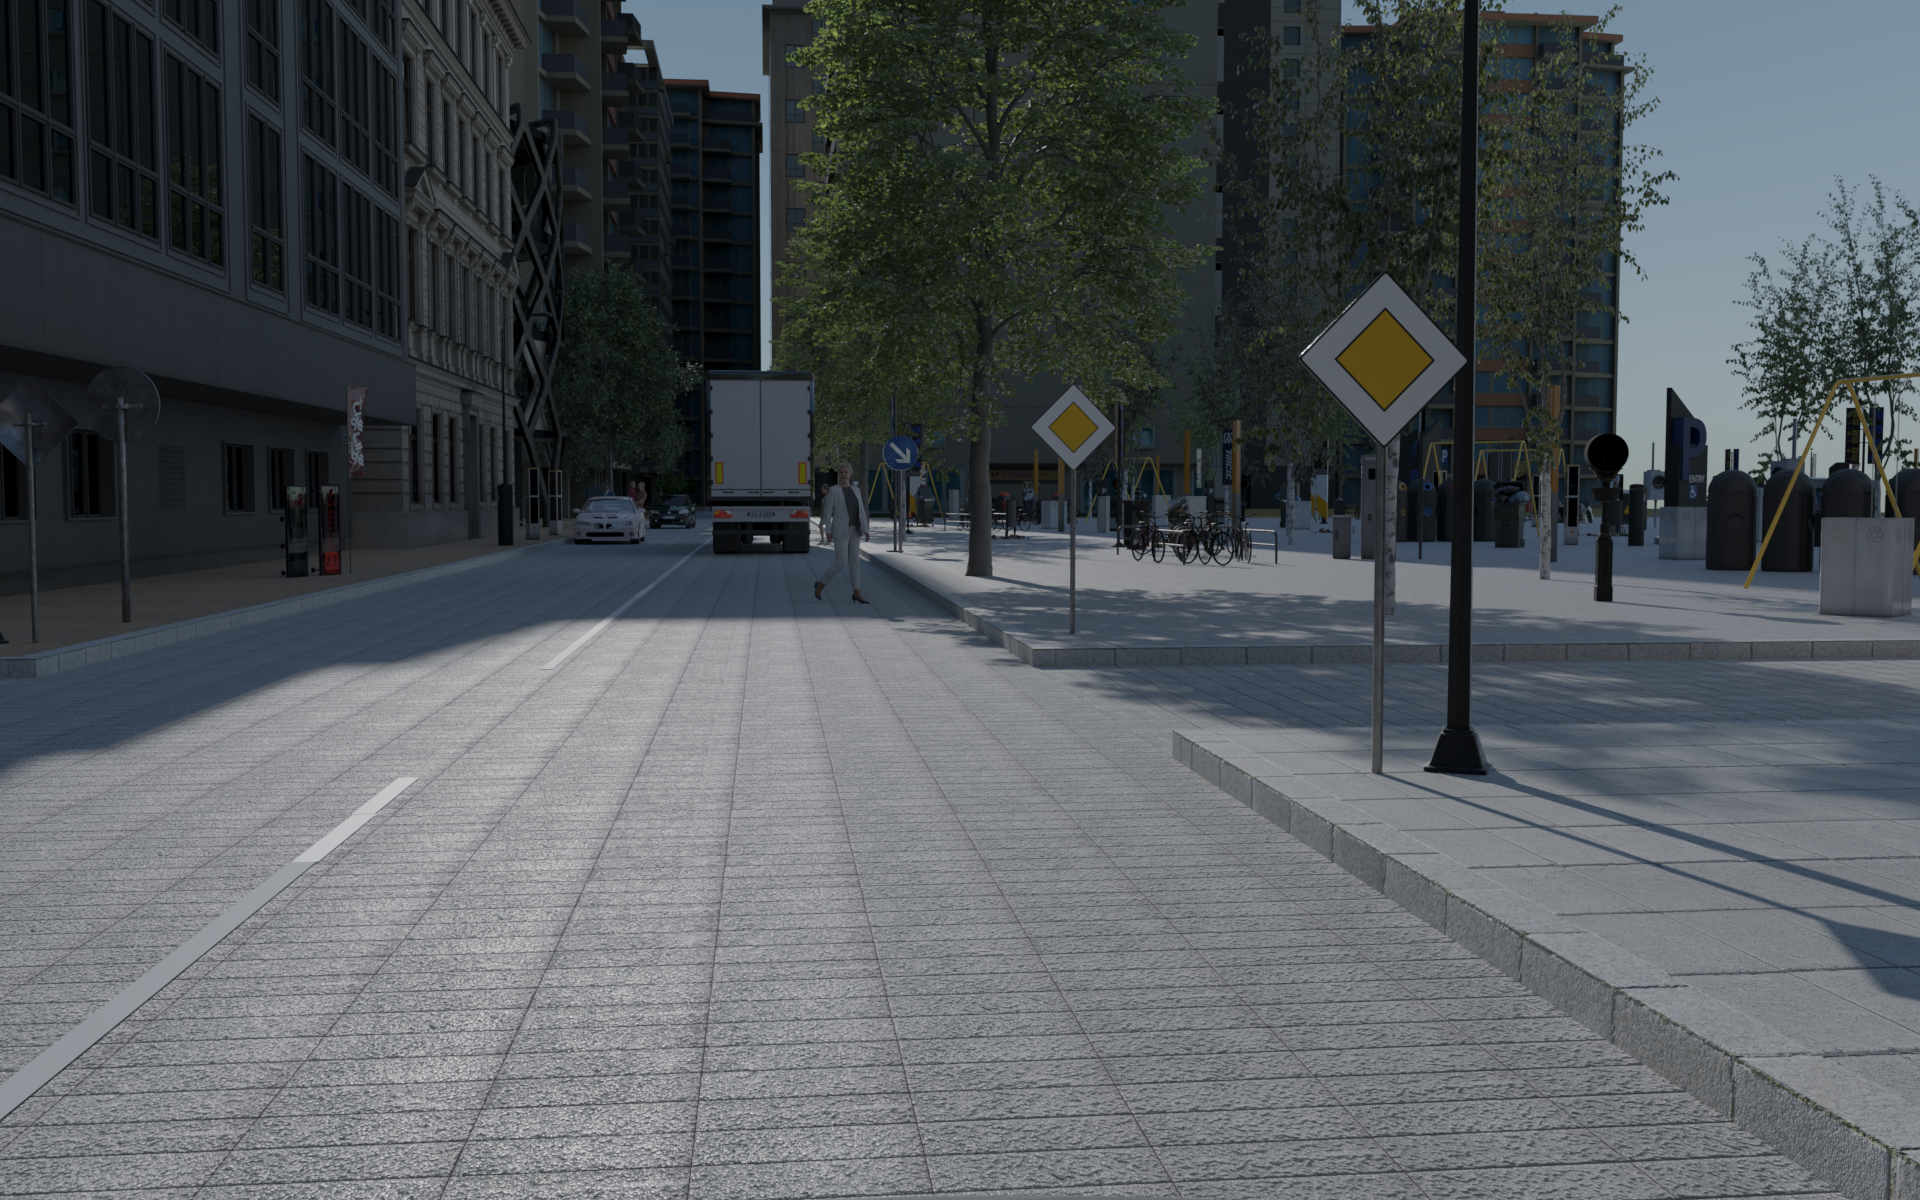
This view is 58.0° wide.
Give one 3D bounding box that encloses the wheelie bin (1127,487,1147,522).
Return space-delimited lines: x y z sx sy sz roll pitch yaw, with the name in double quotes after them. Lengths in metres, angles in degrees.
8.241 -4.452 80.698 0.980 1.594 0.693 -1 4 -12 "wheelie bin"

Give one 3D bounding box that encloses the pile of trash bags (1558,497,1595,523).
26.558 -4.124 77.185 1.912 1.369 3.447 -3 5 -39 "pile of trash bags"

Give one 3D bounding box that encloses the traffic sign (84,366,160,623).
-8.329 -1.047 17.230 0.768 2.556 0.104 0 4 3 "traffic sign"

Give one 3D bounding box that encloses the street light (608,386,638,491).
-14.485 -6.219 74.221 1.470 5.913 1.316 0 4 -6 "street light"

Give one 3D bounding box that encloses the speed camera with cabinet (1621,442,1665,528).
25.790 -4.374 65.857 2.038 3.252 0.660 -1 4 -8 "speed camera with cabinet"

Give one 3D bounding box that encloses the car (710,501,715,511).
-20.255 -8.494 147.557 2.281 1.827 5.304 0 4 -8 "car"

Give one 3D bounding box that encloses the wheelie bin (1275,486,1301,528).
12.528 -3.569 66.254 0.980 1.594 0.693 1 4 9 "wheelie bin"

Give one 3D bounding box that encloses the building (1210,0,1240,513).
3.941 -33.097 130.380 28.713 52.752 27.495 0 4 -6 "building"

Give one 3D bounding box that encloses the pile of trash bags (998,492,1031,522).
2.905 -4.417 81.969 1.912 1.369 3.447 -3 4 -36 "pile of trash bags"

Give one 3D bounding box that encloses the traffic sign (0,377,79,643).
-7.962 -0.686 14.859 0.795 2.450 0.064 0 4 -6 "traffic sign"

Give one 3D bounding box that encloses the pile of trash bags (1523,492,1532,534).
16.768 -2.837 56.129 1.912 1.369 3.447 -1 4 -14 "pile of trash bags"

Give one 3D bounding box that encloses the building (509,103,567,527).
-23.966 -12.178 66.557 16.820 18.784 16.811 0 4 -6 "building"

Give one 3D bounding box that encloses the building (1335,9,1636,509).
46.233 -30.908 159.973 28.867 44.769 22.147 0 4 -6 "building"

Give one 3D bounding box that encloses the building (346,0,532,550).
-18.412 -11.208 47.871 10.561 19.102 19.286 0 4 -6 "building"

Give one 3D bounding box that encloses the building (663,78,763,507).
-35.206 -32.301 182.743 28.867 44.769 22.147 0 4 -6 "building"

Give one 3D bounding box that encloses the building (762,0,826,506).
-7.603 -36.698 189.248 27.495 52.752 28.713 0 4 -6 "building"

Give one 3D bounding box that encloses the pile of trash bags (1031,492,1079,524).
4.255 -4.048 75.943 1.912 1.369 3.447 0 4 4 "pile of trash bags"

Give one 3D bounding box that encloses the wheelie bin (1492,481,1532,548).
13.160 -2.049 41.414 0.980 1.594 0.693 2 4 33 "wheelie bin"

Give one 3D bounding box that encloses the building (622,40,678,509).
-36.470 -27.814 146.643 23.993 40.220 32.217 0 4 -6 "building"

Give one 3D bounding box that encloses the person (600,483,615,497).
-11.400 -2.877 55.729 0.721 1.800 0.419 1 4 18 "person"

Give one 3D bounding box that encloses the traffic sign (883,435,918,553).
-1.295 -2.295 37.631 0.768 2.556 0.104 0 4 -3 "traffic sign"

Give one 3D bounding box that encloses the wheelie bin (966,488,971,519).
0.780 -4.811 86.569 0.980 1.594 0.693 0 4 2 "wheelie bin"

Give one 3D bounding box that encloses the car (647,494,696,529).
-12.045 -3.844 72.633 2.009 1.686 4.222 0 4 -5 "car"

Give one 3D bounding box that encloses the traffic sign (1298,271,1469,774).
1.914 -0.260 7.901 0.795 2.450 0.064 0 4 -6 "traffic sign"

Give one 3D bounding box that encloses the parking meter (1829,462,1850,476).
16.201 -1.606 31.965 0.255 1.863 0.399 0 4 8 "parking meter"

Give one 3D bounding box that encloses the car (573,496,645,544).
-10.289 -2.363 51.000 2.083 1.381 4.827 0 4 -7 "car"

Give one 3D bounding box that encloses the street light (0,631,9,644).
-7.809 -2.578 14.694 1.470 5.913 1.316 0 4 -6 "street light"

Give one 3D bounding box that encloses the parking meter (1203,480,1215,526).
10.073 -3.935 70.050 0.399 1.863 0.255 -2 4 -26 "parking meter"

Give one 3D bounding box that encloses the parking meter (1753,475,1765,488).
24.494 -2.909 53.268 0.399 1.863 0.255 0 4 7 "parking meter"

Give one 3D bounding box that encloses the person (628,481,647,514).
-10.056 -2.777 53.885 0.580 1.828 0.573 -1 4 -19 "person"

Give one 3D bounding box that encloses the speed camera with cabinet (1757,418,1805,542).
21.452 -3.152 45.871 0.660 3.252 2.038 -1 4 -11 "speed camera with cabinet"

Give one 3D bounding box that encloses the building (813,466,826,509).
-2.712 -43.778 154.019 20.563 71.187 20.611 0 4 -6 "building"

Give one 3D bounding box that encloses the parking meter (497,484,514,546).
-11.314 -2.122 43.099 0.372 1.533 0.369 0 3 0 "parking meter"

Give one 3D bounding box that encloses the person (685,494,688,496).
-16.764 -5.751 105.748 0.599 1.433 0.991 0 4 -6 "person"

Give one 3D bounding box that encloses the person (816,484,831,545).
-3.755 -2.392 48.608 0.522 1.701 0.512 0 4 2 "person"

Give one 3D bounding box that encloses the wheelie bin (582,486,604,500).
-14.101 -3.610 66.929 0.980 1.594 0.693 -1 4 -10 "wheelie bin"

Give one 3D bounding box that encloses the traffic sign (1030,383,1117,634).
1.029 -0.746 15.838 0.795 2.450 0.064 0 4 -6 "traffic sign"

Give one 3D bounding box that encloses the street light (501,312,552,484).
-11.105 -4.388 44.284 1.470 5.913 1.316 0 4 -6 "street light"

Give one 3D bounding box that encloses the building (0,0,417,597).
-17.857 -14.215 25.924 14.314 27.812 24.014 0 4 -6 "building"

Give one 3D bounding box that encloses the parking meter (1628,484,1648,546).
16.726 -2.104 42.810 0.372 1.533 0.369 0 3 0 "parking meter"

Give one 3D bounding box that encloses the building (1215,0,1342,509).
21.441 -44.009 157.798 20.611 71.187 20.563 0 4 -6 "building"

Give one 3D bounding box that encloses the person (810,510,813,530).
-6.239 -3.698 69.151 0.728 1.800 0.709 1 4 14 "person"

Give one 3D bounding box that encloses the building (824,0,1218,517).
2.778 -29.443 105.089 21.300 48.544 21.600 0 4 -6 "building"

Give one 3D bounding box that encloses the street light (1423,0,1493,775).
1.783 -2.159 7.838 1.470 5.913 1.316 0 4 -6 "street light"

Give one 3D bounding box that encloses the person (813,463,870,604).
-1.549 -0.878 22.734 0.818 1.842 0.514 2 4 31 "person"

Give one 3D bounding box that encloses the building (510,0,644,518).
-30.320 -27.374 102.193 22.147 44.769 28.867 0 4 -6 "building"

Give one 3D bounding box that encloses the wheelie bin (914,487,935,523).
-1.599 -4.157 75.871 0.980 1.594 0.693 -2 4 -32 "wheelie bin"
